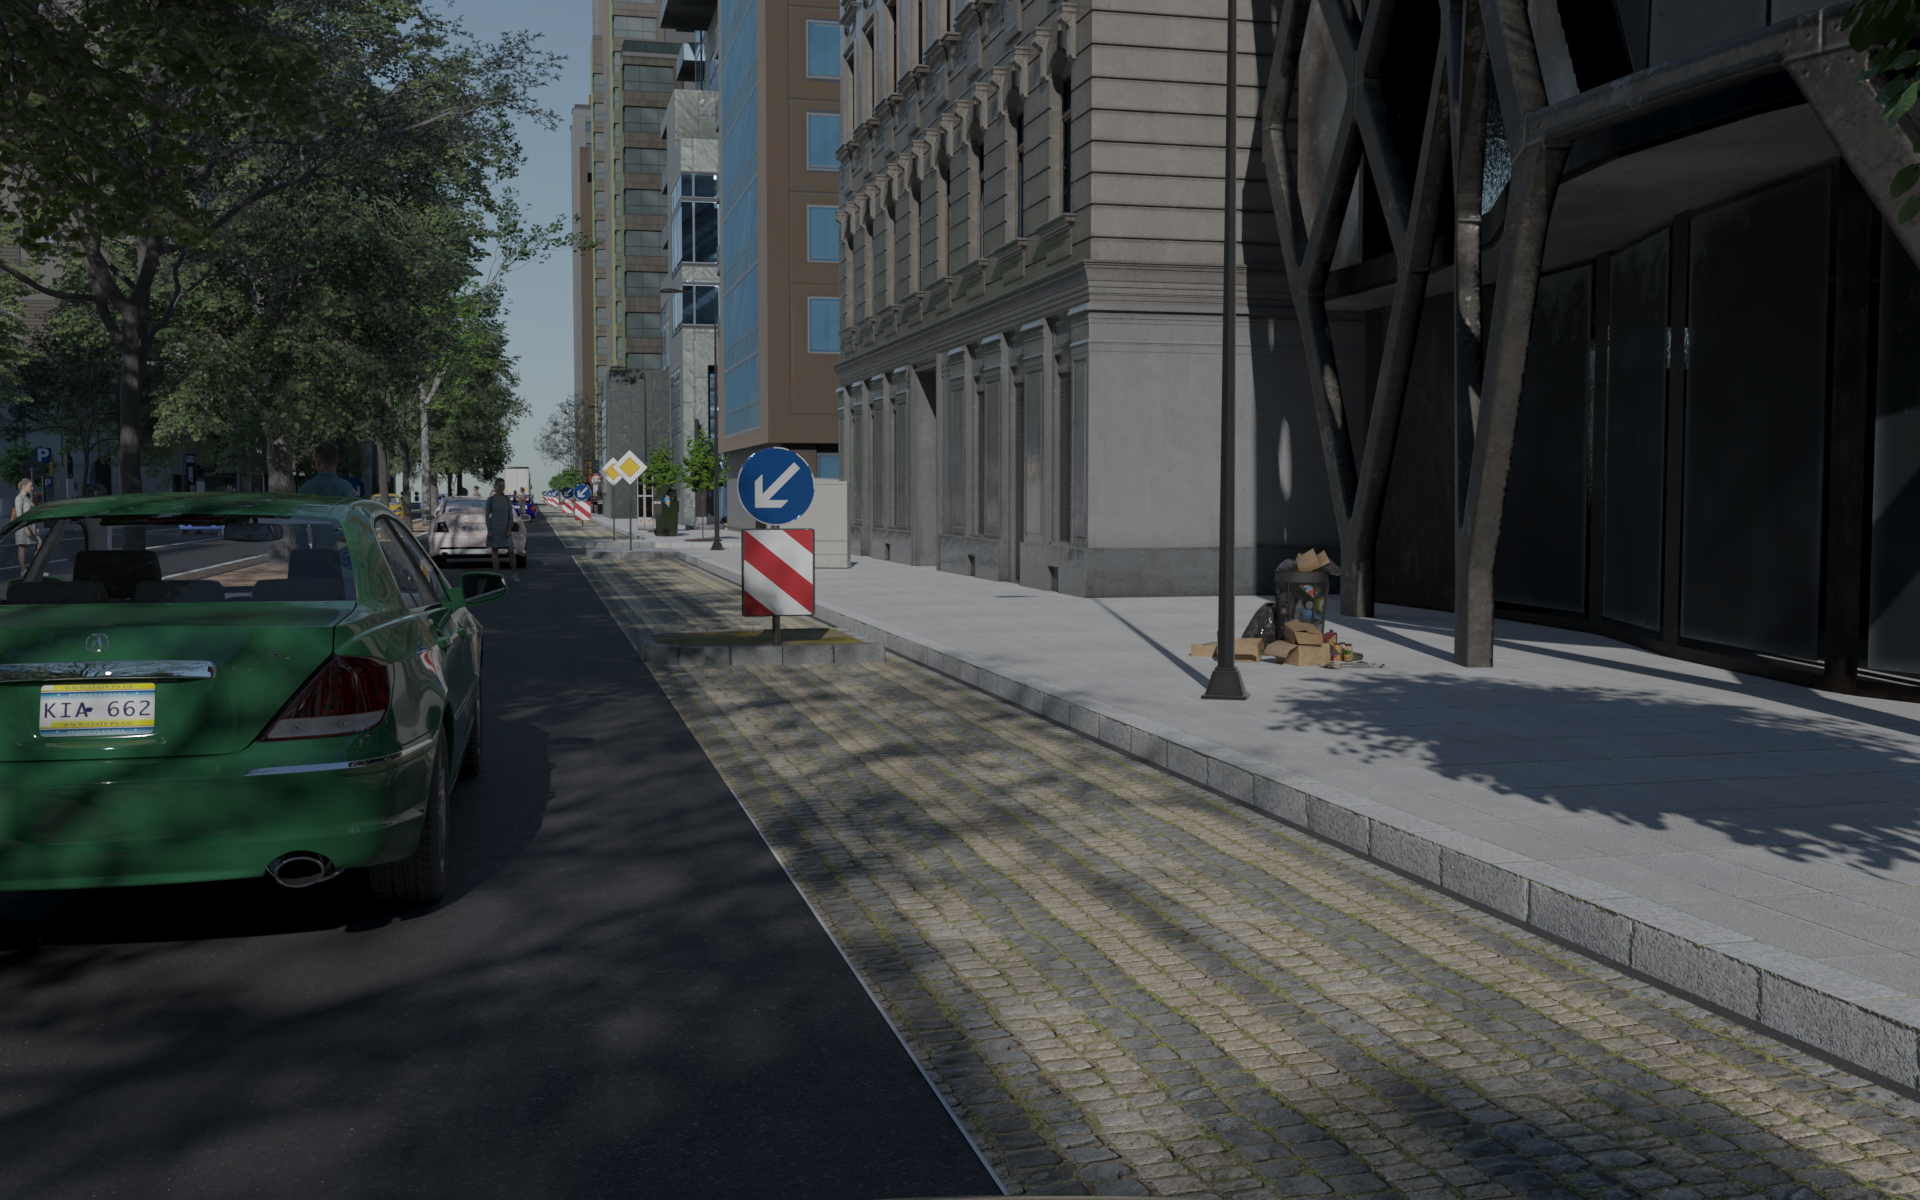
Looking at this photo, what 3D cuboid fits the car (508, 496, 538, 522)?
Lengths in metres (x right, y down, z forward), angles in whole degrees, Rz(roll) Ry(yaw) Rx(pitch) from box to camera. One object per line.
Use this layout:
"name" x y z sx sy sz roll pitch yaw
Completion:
"car" -22.883 -4.724 89.814 1.945 1.354 3.894 -1 4 -16

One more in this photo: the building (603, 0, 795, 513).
"building" -22.562 -30.334 146.068 14.600 45.320 14.200 -1 4 -14

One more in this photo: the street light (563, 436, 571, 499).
"street light" -30.665 -10.136 138.271 1.470 5.913 1.316 -1 4 -14

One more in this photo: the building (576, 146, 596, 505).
"building" -41.046 -34.813 219.306 14.600 45.320 14.200 -1 4 -14

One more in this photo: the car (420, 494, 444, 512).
"car" -42.918 -8.035 140.957 1.945 1.707 3.694 -1 4 -13

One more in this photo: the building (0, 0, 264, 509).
"building" -66.596 -32.699 123.874 28.713 52.752 27.495 -1 4 -14

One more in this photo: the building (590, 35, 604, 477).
"building" -26.705 -29.120 159.712 14.154 41.232 14.086 -1 4 -14

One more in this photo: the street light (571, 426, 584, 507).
"street light" -25.824 -8.971 119.212 1.470 5.913 1.316 -1 4 -14

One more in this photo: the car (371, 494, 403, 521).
"car" -27.370 -4.426 82.588 2.015 1.641 3.980 -1 4 -16

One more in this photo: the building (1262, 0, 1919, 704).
"building" 11.831 -8.922 13.324 16.820 18.784 16.811 -1 4 -14

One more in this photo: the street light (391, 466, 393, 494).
"street light" -73.596 -15.508 226.094 1.470 5.913 1.316 -1 4 -14

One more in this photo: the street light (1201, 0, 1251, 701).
"street light" 1.149 -2.329 10.620 1.470 5.913 1.316 -1 4 -14

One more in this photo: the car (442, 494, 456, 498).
"car" -46.741 -8.976 158.755 2.014 1.417 4.499 -1 4 -14

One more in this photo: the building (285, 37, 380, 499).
"building" -86.882 -41.558 221.475 21.231 58.520 28.212 -1 4 -14

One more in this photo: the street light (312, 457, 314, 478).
"street light" -53.385 -10.515 144.460 1.470 5.913 1.316 -1 4 -14

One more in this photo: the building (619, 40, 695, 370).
"building" -15.576 -21.033 115.586 14.160 30.474 14.107 -1 4 -14

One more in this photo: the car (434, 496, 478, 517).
"car" -16.951 -2.870 59.289 2.083 1.381 4.827 -1 4 -12

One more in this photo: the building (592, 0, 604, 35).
"building" -27.449 -39.079 180.947 21.231 58.520 28.212 -1 4 -14

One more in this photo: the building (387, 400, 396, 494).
"building" -93.680 -43.245 249.062 21.231 58.520 28.212 -1 4 -14

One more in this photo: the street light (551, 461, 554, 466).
"street light" -50.392 -15.013 218.001 1.470 5.913 1.316 -1 4 -14

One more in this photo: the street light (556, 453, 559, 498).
"street light" -44.476 -13.564 194.308 1.470 5.913 1.316 -1 4 -14

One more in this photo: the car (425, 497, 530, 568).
"car" -9.718 -1.379 34.917 2.083 1.381 4.827 -1 4 -15

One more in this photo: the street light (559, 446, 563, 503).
"street light" -37.471 -11.842 166.153 1.470 5.913 1.316 -1 4 -14

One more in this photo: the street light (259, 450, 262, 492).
"street light" -46.527 -8.810 116.591 1.470 5.913 1.316 -1 4 -14

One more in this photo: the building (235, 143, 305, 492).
"building" -71.871 -32.592 152.479 23.786 49.044 30.456 -1 4 -14

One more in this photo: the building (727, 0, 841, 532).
"building" -0.063 -24.763 54.983 14.200 45.320 14.600 -1 4 -14

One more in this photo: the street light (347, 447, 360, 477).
"street light" -60.377 -12.221 172.358 1.470 5.913 1.316 -1 4 -14

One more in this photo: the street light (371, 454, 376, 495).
"street light" -66.724 -13.803 198.227 1.470 5.913 1.316 -1 4 -14

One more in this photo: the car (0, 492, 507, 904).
"car" -3.016 0.276 7.278 2.131 1.459 4.920 -1 4 -13

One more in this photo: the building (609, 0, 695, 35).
"building" -19.501 -27.435 132.161 14.154 41.232 14.086 -1 4 -14

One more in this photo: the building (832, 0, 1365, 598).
"building" 3.939 -11.088 30.435 9.793 20.994 18.267 -1 4 -14

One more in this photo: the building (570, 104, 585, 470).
"building" -48.189 -44.151 263.875 21.231 58.520 28.212 -1 4 -14

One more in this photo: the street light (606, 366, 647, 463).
"street light" -11.948 -5.522 62.834 1.470 5.913 1.316 -1 4 -14

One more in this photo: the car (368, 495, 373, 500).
"car" -45.897 -7.575 136.437 1.945 1.354 3.894 -1 4 -14

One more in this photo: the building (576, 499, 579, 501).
"building" -36.913 -33.534 240.163 32.217 40.220 23.993 -1 4 -14

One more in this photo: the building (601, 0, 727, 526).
"building" -6.017 -47.226 84.821 22.319 86.520 31.000 -1 4 -14

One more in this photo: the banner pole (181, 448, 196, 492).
"banner pole" -41.986 -6.370 94.169 0.863 3.779 0.401 -1 4 -14

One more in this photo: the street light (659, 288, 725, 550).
"street light" -6.073 -4.080 39.253 1.470 5.913 1.316 -1 4 -14

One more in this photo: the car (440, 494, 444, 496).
"car" -71.971 -14.055 239.387 1.945 1.707 3.694 -1 4 -15

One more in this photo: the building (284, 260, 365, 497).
"building" -77.957 -26.366 202.781 14.160 30.474 14.107 -1 4 -14

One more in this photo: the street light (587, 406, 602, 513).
"street light" -18.833 -7.248 91.044 1.470 5.913 1.316 -1 4 -14
